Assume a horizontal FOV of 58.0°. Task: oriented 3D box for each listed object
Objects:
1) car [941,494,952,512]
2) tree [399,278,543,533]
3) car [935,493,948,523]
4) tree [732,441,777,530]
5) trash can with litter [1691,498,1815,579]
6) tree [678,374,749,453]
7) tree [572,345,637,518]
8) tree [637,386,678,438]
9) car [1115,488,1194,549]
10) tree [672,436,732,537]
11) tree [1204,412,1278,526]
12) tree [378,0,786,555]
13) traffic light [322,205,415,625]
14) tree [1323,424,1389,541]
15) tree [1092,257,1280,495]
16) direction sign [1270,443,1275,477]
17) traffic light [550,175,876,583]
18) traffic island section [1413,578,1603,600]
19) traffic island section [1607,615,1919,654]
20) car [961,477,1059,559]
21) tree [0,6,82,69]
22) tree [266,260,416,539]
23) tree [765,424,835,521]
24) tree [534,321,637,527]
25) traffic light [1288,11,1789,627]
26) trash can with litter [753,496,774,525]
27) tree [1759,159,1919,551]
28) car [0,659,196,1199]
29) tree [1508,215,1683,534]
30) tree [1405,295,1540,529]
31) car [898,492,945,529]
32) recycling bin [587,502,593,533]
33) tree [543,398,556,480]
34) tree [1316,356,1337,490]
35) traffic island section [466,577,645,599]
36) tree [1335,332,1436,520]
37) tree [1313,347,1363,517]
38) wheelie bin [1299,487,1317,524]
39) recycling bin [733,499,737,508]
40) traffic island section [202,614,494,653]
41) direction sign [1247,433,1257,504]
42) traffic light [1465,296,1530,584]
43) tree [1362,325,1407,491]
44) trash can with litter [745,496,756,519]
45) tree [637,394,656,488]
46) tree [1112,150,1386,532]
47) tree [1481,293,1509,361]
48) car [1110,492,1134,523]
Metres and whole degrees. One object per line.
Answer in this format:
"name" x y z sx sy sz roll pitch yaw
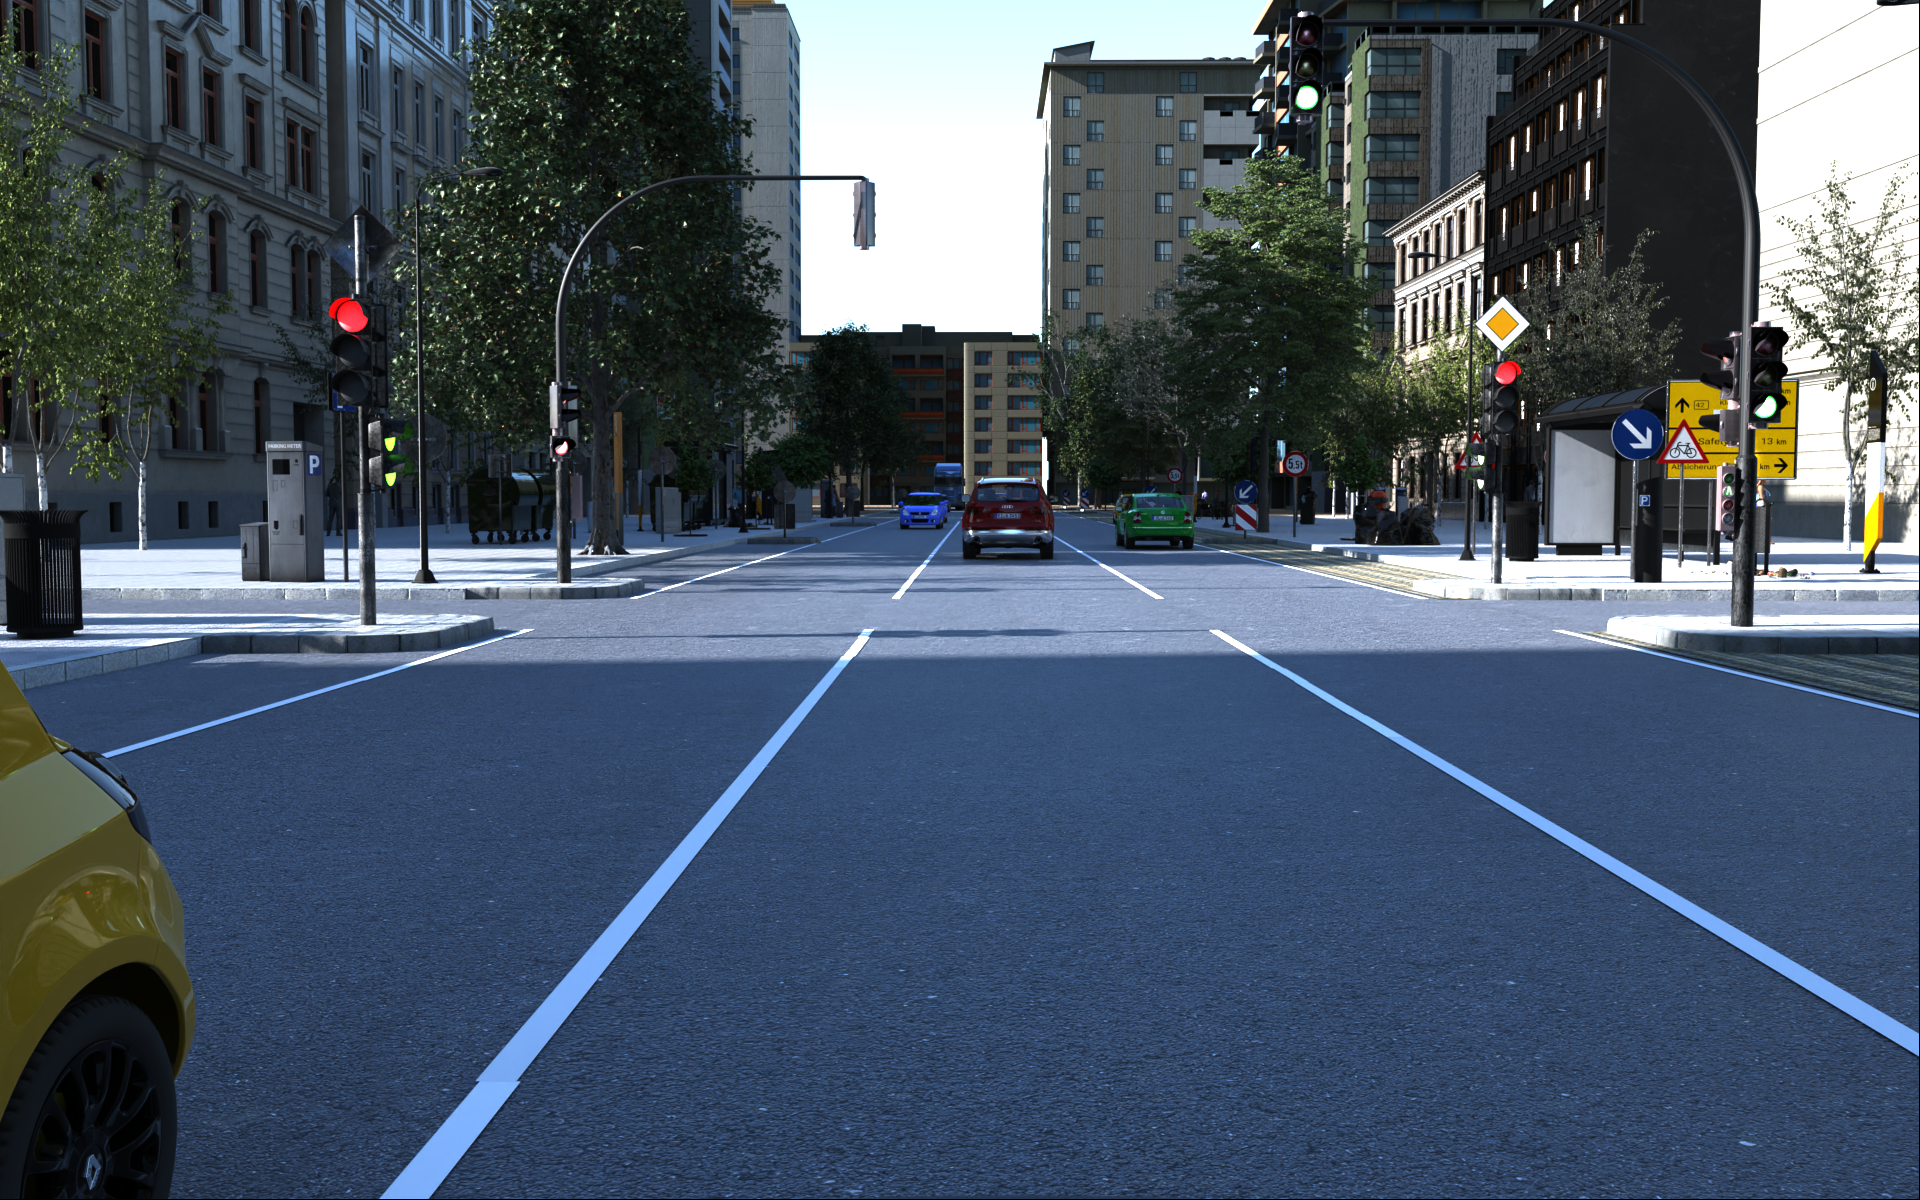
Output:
"car" -1.653 -7.695 137.813 2.014 1.417 4.499 0 4 1
"tree" -16.793 -6.508 56.766 4.737 8.622 4.395 0 3 0
"car" -1.523 -4.703 86.492 1.945 1.707 3.694 0 4 2
"tree" -7.499 -4.158 62.591 1.663 3.219 1.824 0 3 0
"trash can with litter" 12.631 -0.989 27.230 1.678 1.210 2.233 0 4 5
"tree" -14.271 -9.039 98.142 4.737 8.622 4.395 0 3 0
"tree" -17.126 -7.644 75.336 4.737 8.622 4.395 0 3 0
"tree" -18.266 -8.758 93.558 4.737 8.622 4.395 0 3 0
"car" 5.191 -2.307 46.509 1.959 1.807 4.718 0 3 0
"tree" -8.246 -3.540 52.477 1.663 3.219 1.824 0 3 0
"tree" 11.316 -5.258 69.689 4.285 4.588 4.351 0 3 0
"tree" -7.687 -7.305 36.440 9.611 12.733 9.660 0 3 0
"traffic light" -5.791 -1.710 16.885 0.839 4.253 0.868 0 4 1
"tree" 11.128 -3.262 47.936 1.663 3.219 1.824 0 3 0
"tree" 11.752 -10.991 90.071 12.009 13.543 11.850 0 3 0
"direction sign" 13.565 -5.196 76.947 0.876 3.537 0.379 -1 4 -17
"traffic light" -3.597 -3.071 24.878 4.771 5.953 1.251 0 4 1
"traffic island section" 7.711 -0.156 24.829 2.009 0.180 2.903 0 4 1
"traffic island section" 7.609 0.332 16.845 2.009 0.180 2.903 0 4 1
"car" 1.133 -1.905 39.812 2.281 1.827 5.304 0 4 3
"tree" -14.822 -4.690 27.046 4.737 8.622 4.395 0 3 0
"tree" -16.862 -6.022 48.818 4.360 8.622 3.978 0 3 0
"tree" -7.563 -5.991 81.667 4.285 4.588 4.351 0 3 0
"tree" -15.208 -7.174 67.656 4.360 8.622 3.978 0 3 0
"traffic light" 5.476 -2.566 16.617 4.771 5.953 1.251 0 4 1
"trash can with litter" -7.850 -3.701 71.575 1.678 1.210 2.233 -2 4 -24
"tree" 20.173 -5.397 38.601 4.360 8.622 3.978 0 3 0
"car" -2.356 0.529 1.570 2.015 1.641 3.980 0 4 3
"tree" 16.955 -5.812 45.394 4.360 8.622 3.978 0 3 0
"tree" 19.139 -6.923 63.546 4.737 8.622 4.395 0 3 0
"car" -1.572 -3.809 71.864 1.945 1.707 3.694 0 4 2
"recycling bin" -12.031 -2.760 57.674 0.722 1.027 0.722 -1 4 -16
"tree" -16.834 -6.868 62.660 4.737 8.622 4.395 0 3 0
"tree" 19.574 -8.253 85.297 4.360 8.622 3.978 0 3 0
"traffic island section" -5.730 -0.167 25.004 2.009 0.180 2.903 0 4 1
"tree" 19.695 -7.908 79.658 4.360 8.622 3.978 0 3 0
"tree" 18.170 -7.604 74.686 4.737 8.622 4.395 0 3 0
"wheelie bin" 14.755 -4.003 73.361 0.693 1.594 0.980 1 4 22
"recycling bin" -11.069 -4.271 82.390 0.722 1.027 0.722 3 5 45
"traffic island section" -5.831 0.322 17.020 2.009 0.180 2.903 0 4 1
"direction sign" 10.778 -4.405 64.024 0.379 3.537 0.876 -1 4 -12
"traffic light" 7.671 -2.189 24.716 0.839 4.253 0.868 0 4 1
"tree" 19.069 -7.265 69.145 4.737 8.622 4.395 0 3 0
"trash can with litter" -10.829 -4.791 89.716 0.624 1.170 1.055 0 4 7
"tree" -15.997 -7.952 80.375 4.360 8.622 3.978 0 3 0
"tree" 10.534 -8.523 57.482 7.486 12.596 7.792 0 3 0
"tree" 18.650 -6.388 54.800 4.360 8.622 3.978 0 3 0
"car" 8.213 -4.438 82.778 2.015 1.641 3.980 0 4 2
